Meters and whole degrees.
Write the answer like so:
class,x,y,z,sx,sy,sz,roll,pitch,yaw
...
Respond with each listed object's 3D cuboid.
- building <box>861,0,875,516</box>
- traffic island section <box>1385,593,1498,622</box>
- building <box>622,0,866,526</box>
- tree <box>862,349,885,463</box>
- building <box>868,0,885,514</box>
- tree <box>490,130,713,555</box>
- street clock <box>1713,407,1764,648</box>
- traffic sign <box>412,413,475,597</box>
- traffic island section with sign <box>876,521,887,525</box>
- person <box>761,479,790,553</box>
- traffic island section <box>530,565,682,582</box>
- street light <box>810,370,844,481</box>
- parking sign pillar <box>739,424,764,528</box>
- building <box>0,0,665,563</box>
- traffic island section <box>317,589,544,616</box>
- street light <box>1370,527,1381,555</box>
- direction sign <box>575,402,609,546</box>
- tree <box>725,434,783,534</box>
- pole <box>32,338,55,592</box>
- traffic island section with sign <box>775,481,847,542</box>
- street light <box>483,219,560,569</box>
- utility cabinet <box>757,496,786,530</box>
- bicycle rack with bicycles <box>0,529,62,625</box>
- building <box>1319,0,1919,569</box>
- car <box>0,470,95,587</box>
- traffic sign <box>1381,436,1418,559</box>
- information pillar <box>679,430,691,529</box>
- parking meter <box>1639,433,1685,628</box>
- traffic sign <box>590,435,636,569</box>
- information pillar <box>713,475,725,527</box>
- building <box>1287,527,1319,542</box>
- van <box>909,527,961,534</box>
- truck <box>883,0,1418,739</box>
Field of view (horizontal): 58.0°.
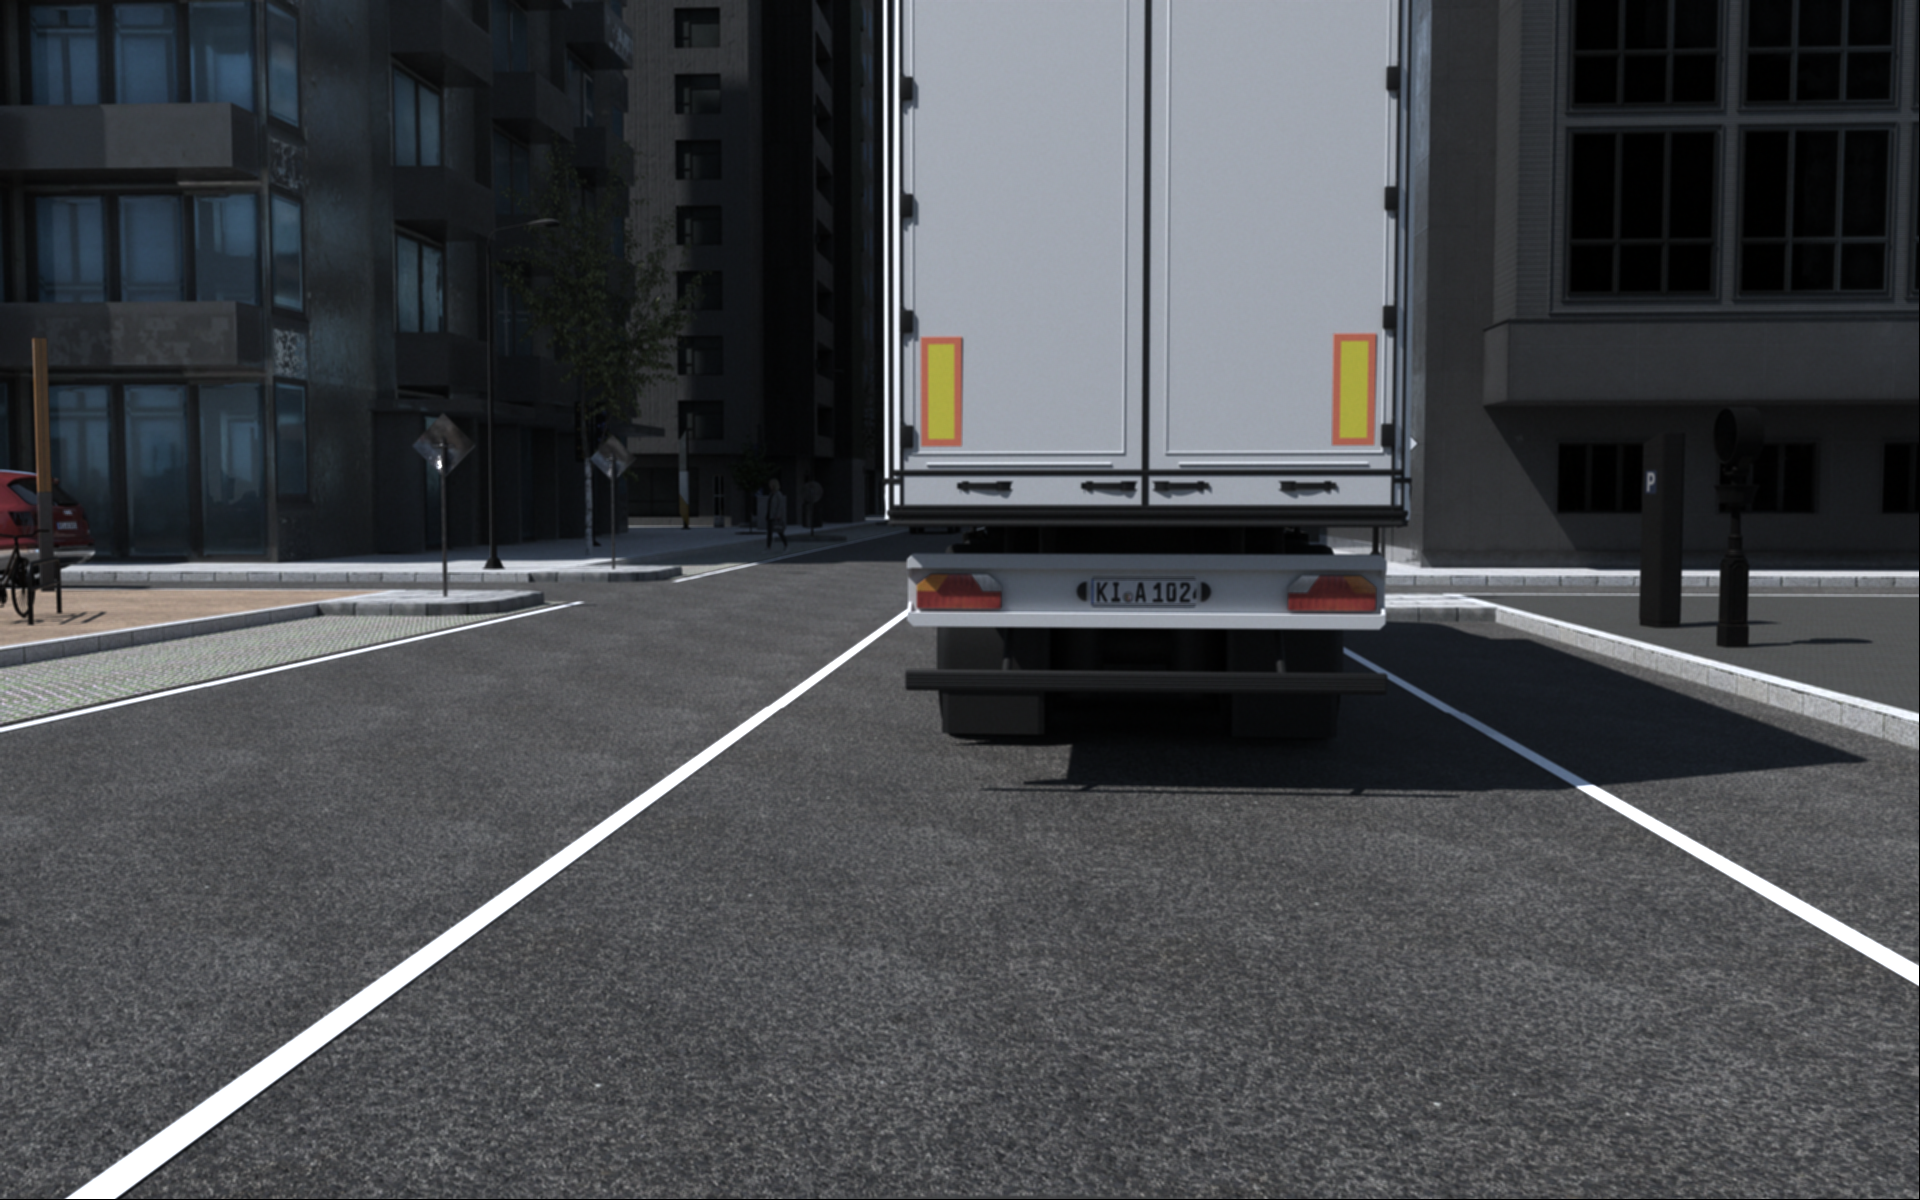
class,x,y,z,sx,sy,sz,roll,pitch,yaw
building,-12.444,-27.272,96.013,14.600,45.320,14.200,0,4,4
traffic island section,5.115,0.084,20.903,2.009,0.180,2.903,0,4,4
building,-11.906,-18.506,74.275,14.160,30.474,14.107,0,4,4
tree,-5.113,-8.284,85.800,4.360,8.622,3.978,0,3,0
building,-10.486,-26.188,111.771,14.154,41.232,14.086,0,4,4
tree,-7.515,-5.237,35.985,4.737,8.622,4.395,0,3,0
street clock,6.495,-0.608,14.505,0.358,2.002,0.471,0,3,0
traffic sign,-6.429,-1.097,21.582,0.795,2.450,0.064,0,4,4
traffic island section with sign,-2.769,-4.327,79.374,1.989,1.847,2.006,0,4,4
person,-4.387,-2.010,41.550,0.728,1.800,0.709,-3,4,-36
traffic island section,-5.943,-0.449,29.614,2.009,0.180,2.903,0,4,4
street light,-5.054,-5.657,65.034,1.470,5.913,1.316,0,4,4
parking sign pillar,-7.774,-4.766,66.400,1.447,3.967,1.447,-1,4,-10
building,-21.411,-25.958,44.027,23.786,49.044,30.456,0,4,4
traffic island section,-6.453,0.039,21.645,2.009,0.180,2.903,0,4,4
street light,7.290,-3.668,32.511,1.470,5.913,1.316,0,4,4
direction sign,-9.057,-3.101,42.699,0.876,3.537,0.379,-2,4,-35
tree,-6.826,-3.735,55.661,1.663,3.219,1.824,0,3,0
pole,-12.050,-1.769,22.772,0.158,3.312,0.155,0,3,0
traffic island section with sign,-4.483,-2.682,52.473,1.989,1.847,2.006,0,4,4
street light,-7.450,-3.482,29.466,1.470,5.913,1.316,0,4,4
utility cabinet,-6.759,-3.118,62.136,1.020,1.237,0.306,0,4,0
bicycle rack with bicycles,-10.306,-0.240,17.300,2.852,0.926,2.925,-1,4,-18
building,23.227,-13.129,33.731,30.058,24.678,14.314,0,4,4
car,-15.744,-1.043,25.721,5.304,1.827,2.281,0,4,2
traffic sign,5.091,-1.051,20.827,0.795,2.450,0.064,0,4,4
information pillar,-10.050,-4.387,63.082,0.504,3.616,0.183,3,5,45
parking meter,6.778,-0.674,16.733,0.255,1.863,0.399,0,4,-5
traffic sign,-5.919,-1.585,29.551,0.795,2.450,0.064,0,4,4
information pillar,-9.262,-3.796,66.561,0.304,2.012,0.304,2,4,25
building,19.712,-15.753,62.081,19.350,26.468,34.151,0,4,4
van,-0.899,-3.481,63.924,2.013,2.044,4.112,0,4,5
truck,1.349,-1.504,13.510,2.839,4.237,11.283,0,4,5
